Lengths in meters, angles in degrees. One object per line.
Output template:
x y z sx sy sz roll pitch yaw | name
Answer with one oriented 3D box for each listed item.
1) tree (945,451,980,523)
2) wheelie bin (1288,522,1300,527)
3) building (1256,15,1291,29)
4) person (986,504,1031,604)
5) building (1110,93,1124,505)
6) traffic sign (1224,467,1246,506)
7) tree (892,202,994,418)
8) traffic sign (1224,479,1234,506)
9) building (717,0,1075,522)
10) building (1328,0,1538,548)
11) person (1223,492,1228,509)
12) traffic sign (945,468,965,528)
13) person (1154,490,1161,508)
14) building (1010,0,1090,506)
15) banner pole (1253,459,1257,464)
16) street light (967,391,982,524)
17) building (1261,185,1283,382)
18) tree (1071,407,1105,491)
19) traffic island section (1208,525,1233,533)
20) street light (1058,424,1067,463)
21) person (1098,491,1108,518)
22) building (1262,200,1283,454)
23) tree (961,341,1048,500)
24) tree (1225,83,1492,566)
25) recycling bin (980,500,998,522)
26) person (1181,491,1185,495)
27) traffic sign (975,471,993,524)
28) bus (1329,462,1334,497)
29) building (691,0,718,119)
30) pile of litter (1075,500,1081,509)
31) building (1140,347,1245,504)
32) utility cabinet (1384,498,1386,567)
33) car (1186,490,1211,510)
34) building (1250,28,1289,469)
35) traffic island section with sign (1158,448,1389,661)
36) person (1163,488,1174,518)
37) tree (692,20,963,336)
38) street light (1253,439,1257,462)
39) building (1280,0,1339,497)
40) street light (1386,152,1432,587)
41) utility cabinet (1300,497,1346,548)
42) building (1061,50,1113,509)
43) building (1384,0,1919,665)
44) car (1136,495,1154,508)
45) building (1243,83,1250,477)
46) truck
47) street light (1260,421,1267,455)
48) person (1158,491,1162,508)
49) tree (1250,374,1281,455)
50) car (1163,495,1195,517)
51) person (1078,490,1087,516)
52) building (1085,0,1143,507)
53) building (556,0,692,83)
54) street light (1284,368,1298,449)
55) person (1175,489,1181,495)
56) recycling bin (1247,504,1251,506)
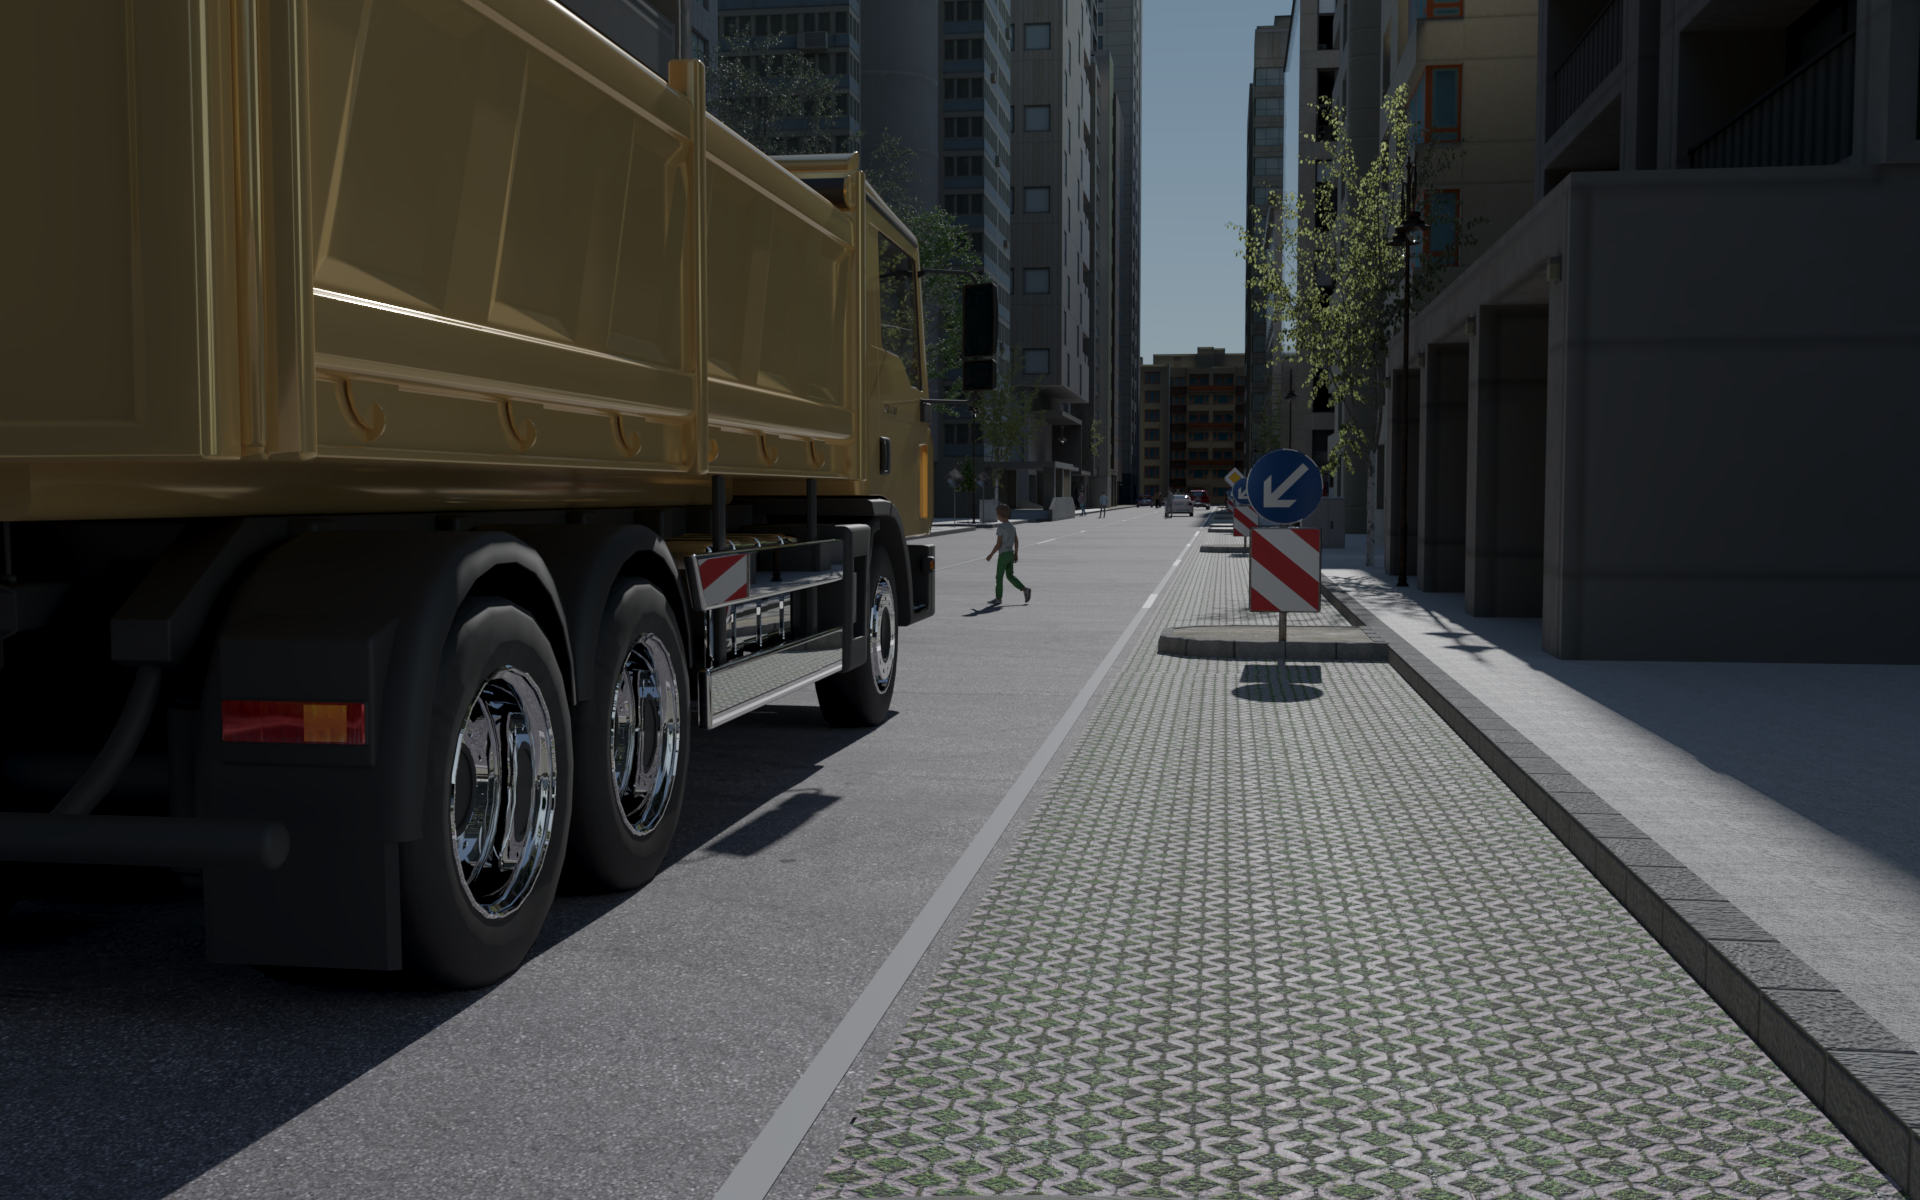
0.398 -5.059 77.318 1.663 3.219 1.824 0 3 0 | tree
11.431 -3.086 58.364 0.980 1.594 0.693 0 4 -7 | wheelie bin
39.867 -33.540 172.080 21.300 48.544 21.600 1 4 9 | building
0.636 -0.602 22.590 0.590 1.304 0.306 1 4 19 | person
10.628 -33.079 190.953 14.600 45.320 14.200 1 4 9 | building
10.272 -3.738 64.762 0.795 2.450 0.064 1 4 9 | traffic sign
-2.407 -8.126 58.619 9.928 11.665 9.643 0 3 0 | tree
11.478 -4.221 72.655 0.795 2.450 0.064 1 4 9 | traffic sign
-10.089 -24.829 97.831 32.217 40.220 23.993 1 4 9 | building
25.095 -12.368 47.255 27.650 21.520 28.899 1 4 9 | building
25.626 -9.617 167.212 0.415 1.643 0.593 0 4 -6 | person
-0.198 -3.837 66.375 0.795 2.450 0.064 1 4 9 | traffic sign
19.692 -10.053 172.879 0.705 1.823 1.348 -1 4 -23 | person
-4.432 -33.114 130.657 28.713 52.752 27.495 1 4 9 | building
20.876 -8.114 122.686 0.401 3.779 0.863 2 4 24 | banner pole
0.597 -6.223 74.526 0.468 5.910 1.993 1 4 9 | street light
29.608 -20.537 133.039 12.463 27.353 25.104 1 4 9 | building
10.083 -11.970 146.077 4.360 8.622 3.978 0 3 0 | tree
10.297 -2.603 64.835 2.009 0.180 2.903 1 4 9 | traffic island section
6.704 -8.614 113.633 0.468 5.910 1.993 1 4 9 | street light
8.629 -5.745 104.236 0.589 1.601 0.330 -1 4 -14 | person
24.671 -16.082 112.088 9.793 20.994 18.267 1 4 9 | building
1.953 -8.046 81.919 4.737 8.622 4.395 0 3 0 | tree
7.106 -4.917 30.760 4.360 8.622 3.978 0 3 0 | tree
1.305 -4.063 78.983 0.722 1.027 0.722 -1 4 -10 | recycling bin
24.790 -11.222 191.988 0.705 1.823 1.348 3 5 44 | person
1.008 -4.320 74.269 0.795 2.450 0.064 1 4 9 | traffic sign
21.167 -4.428 67.262 13.247 3.499 2.948 0 4 7 | bus
-16.282 -23.026 60.073 14.086 41.232 14.154 1 4 9 | building
9.910 -8.172 147.577 1.176 0.858 1.719 2 4 29 | pile of litter
35.291 -24.351 243.185 28.899 21.520 27.650 1 4 9 | building
7.802 -1.149 29.947 0.306 1.237 1.020 -2 4 -30 | utility cabinet
21.697 -9.105 157.537 2.281 1.827 5.304 1 4 10 | car
33.247 -28.850 155.296 14.154 41.232 14.086 1 4 9 | building
2.836 -0.443 15.864 1.989 1.847 2.006 1 4 9 | traffic island section with sign
12.417 -5.774 103.110 0.583 1.804 0.606 2 4 32 | person
-5.015 -8.235 45.017 12.009 13.543 11.850 0 3 0 | tree
24.917 -10.608 146.234 0.468 5.910 1.993 1 4 9 | street light
32.217 -16.759 78.533 34.151 26.468 19.350 1 4 9 | building
6.140 -3.123 23.855 0.468 5.910 1.993 1 4 9 | street light
8.592 -1.827 41.034 1.020 1.237 0.306 0 4 1 | utility cabinet
6.252 -28.901 156.128 14.154 41.232 14.086 1 4 9 | building
15.407 -35.223 14.142 20.563 71.187 20.611 1 4 9 | building
19.575 -10.449 183.425 1.945 1.354 3.894 0 4 7 | car
42.966 -34.918 194.610 21.300 48.544 21.600 1 4 9 | building
-2.001 -0.785 8.760 3.469 3.379 9.791 1 4 9 | truck
18.787 -8.217 107.131 0.468 5.910 1.993 1 4 9 | street light
20.878 -10.570 182.124 0.742 1.727 0.445 2 4 32 | person
19.015 -9.252 101.632 4.737 8.622 4.395 0 3 0 | tree
14.124 -6.071 111.629 2.083 1.381 4.827 0 4 7 | car
7.897 -6.259 111.672 0.643 1.720 0.563 0 4 -7 | person
11.708 -47.477 214.493 20.611 71.187 20.563 1 4 9 | building
-17.329 -24.485 24.024 21.300 48.544 21.600 1 4 9 | building
12.128 -5.557 63.644 0.468 5.910 1.993 1 4 9 | street light
17.328 -7.940 138.192 0.514 1.842 0.818 -3 5 -41 | person
23.146 -7.641 137.483 0.722 1.027 0.722 2 4 25 | recycling bin
